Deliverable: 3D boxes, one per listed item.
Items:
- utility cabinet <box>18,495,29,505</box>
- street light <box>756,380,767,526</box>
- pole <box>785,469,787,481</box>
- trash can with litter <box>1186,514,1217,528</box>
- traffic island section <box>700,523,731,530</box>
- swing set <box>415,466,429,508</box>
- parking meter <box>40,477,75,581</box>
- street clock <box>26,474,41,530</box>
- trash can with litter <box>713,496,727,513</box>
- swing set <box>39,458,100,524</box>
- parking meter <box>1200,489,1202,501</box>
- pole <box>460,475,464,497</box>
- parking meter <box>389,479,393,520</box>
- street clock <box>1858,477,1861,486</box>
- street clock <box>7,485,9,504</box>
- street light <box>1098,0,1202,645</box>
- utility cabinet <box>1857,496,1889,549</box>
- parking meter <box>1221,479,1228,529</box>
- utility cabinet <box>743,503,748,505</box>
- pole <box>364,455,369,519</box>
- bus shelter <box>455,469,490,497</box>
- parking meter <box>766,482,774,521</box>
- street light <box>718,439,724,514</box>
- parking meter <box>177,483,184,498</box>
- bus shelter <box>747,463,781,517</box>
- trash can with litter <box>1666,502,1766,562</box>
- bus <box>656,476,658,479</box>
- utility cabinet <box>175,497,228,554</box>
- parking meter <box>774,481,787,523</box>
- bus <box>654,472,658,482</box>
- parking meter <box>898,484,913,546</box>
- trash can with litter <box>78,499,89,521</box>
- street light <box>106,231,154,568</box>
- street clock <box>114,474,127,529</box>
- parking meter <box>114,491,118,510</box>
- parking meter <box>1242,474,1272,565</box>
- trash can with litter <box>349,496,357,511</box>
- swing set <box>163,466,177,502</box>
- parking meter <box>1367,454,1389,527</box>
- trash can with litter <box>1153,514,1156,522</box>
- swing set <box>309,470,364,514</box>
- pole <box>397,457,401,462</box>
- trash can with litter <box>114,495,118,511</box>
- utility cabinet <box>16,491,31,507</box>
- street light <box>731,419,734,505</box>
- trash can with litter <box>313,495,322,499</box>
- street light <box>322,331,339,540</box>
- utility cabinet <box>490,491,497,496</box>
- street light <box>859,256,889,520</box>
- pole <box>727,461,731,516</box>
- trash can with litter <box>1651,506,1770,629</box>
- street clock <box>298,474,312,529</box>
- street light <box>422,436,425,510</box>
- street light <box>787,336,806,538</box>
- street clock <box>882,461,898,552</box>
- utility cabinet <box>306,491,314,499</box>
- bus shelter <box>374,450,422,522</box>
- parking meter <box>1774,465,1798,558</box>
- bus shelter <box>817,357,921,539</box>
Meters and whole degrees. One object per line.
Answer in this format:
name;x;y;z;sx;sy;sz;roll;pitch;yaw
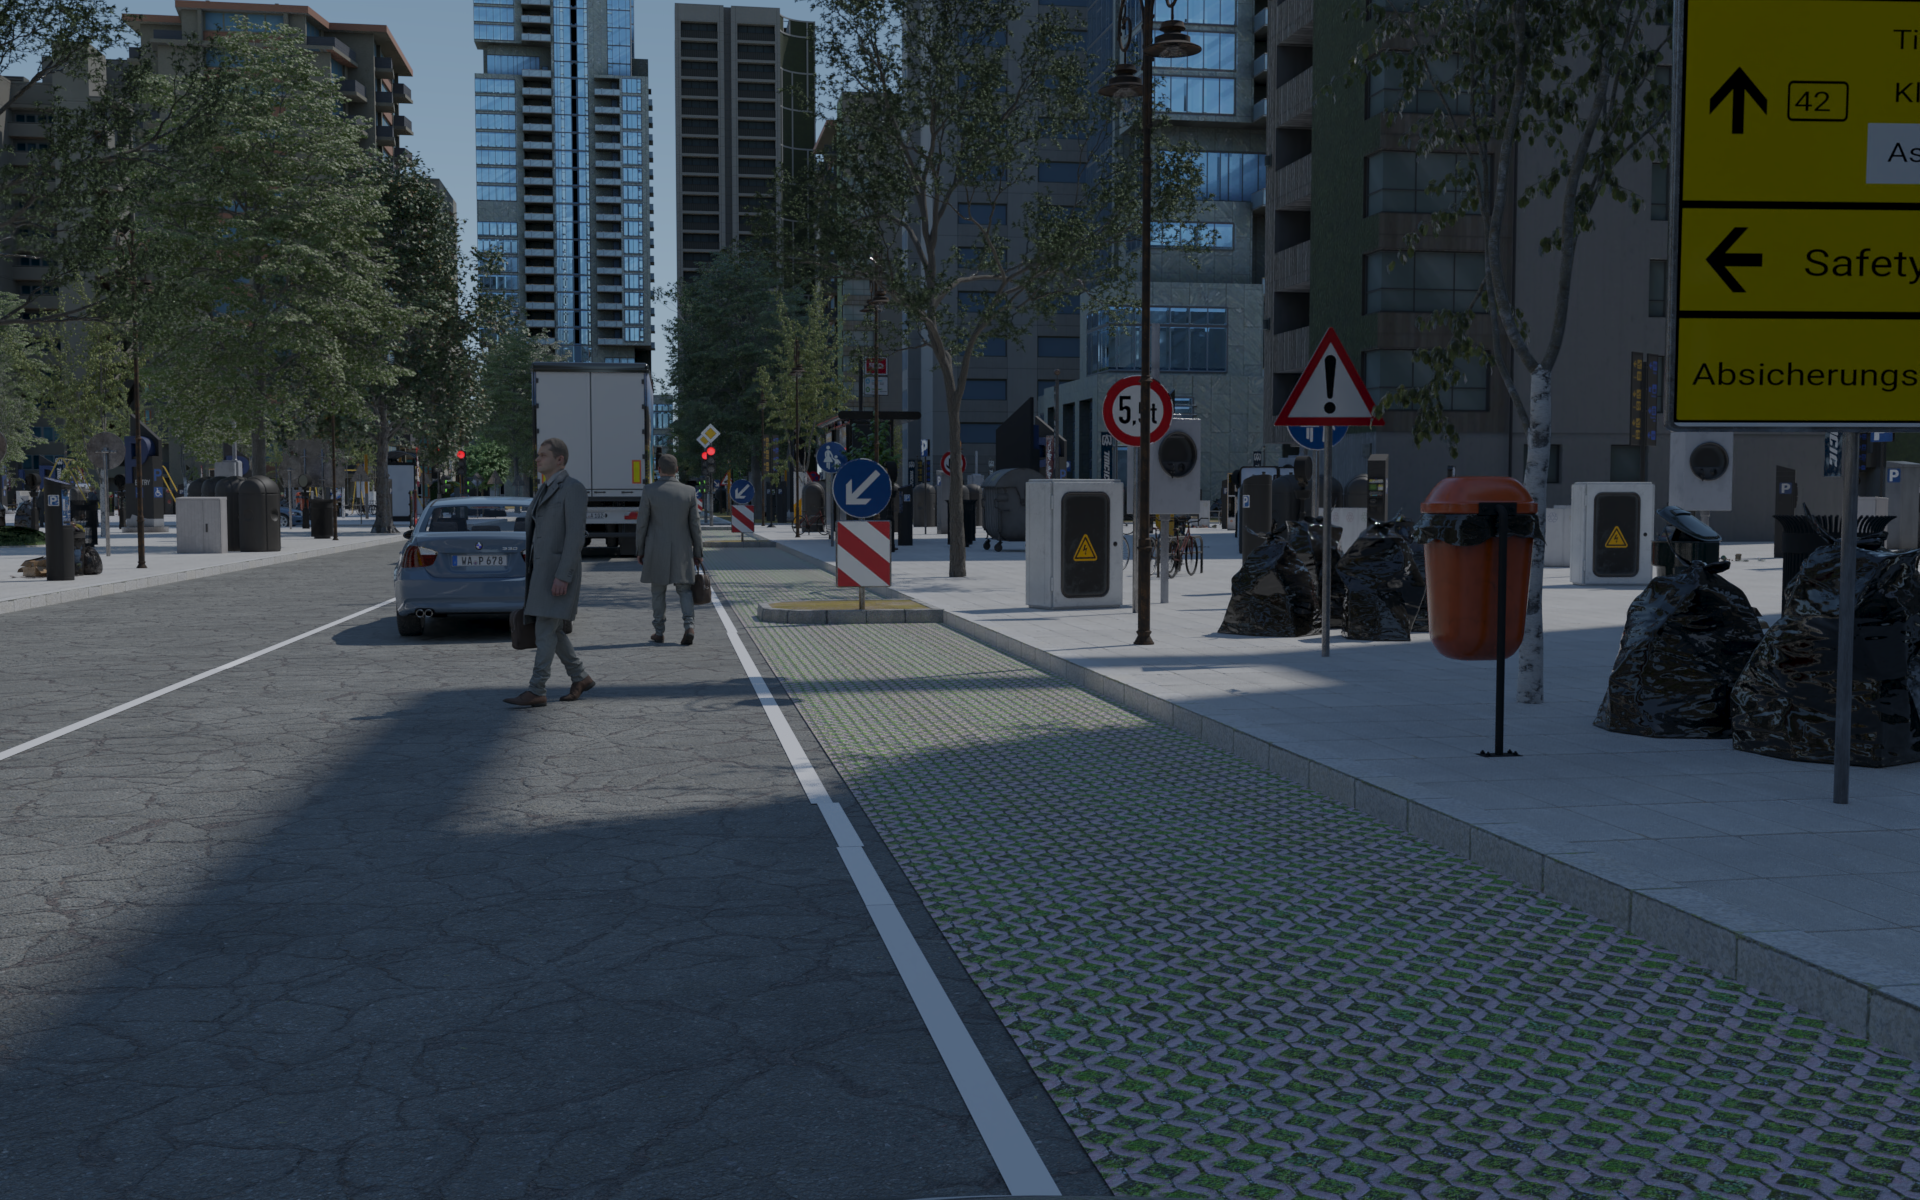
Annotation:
utility cabinet;-45.020;-4.410;83.263;0.306;1.237;1.020;-3;4;-39
street light;-7.857;-5.884;68.995;0.468;5.910;1.993;-1;4;-10
pole;-10.239;-6.614;101.987;0.158;3.312;0.155;0;3;0
trash can with litter;9.047;-3.319;65.321;2.233;1.210;1.678;3;5;45
traffic island section;-11.272;-3.346;76.989;2.009;0.180;2.903;-1;4;-10
swing set;-31.322;-6.174;98.559;2.862;2.851;3.119;-2;4;-35
parking meter;-13.363;-1.057;25.690;0.372;1.533;0.369;0;3;0
street clock;-32.696;-3.462;61.168;0.471;2.002;0.358;1;4;14
trash can with litter;-16.513;-6.563;118.700;1.055;1.170;0.624;0;4;0
swing set;-39.087;-4.787;75.892;2.862;2.851;3.119;-1;4;-18
parking meter;11.701;-4.685;85.012;0.372;1.533;0.369;0;3;0
pole;-21.841;-5.019;75.909;0.158;3.312;0.155;0;3;0
parking meter;-22.017;-3.726;66.632;0.255;1.863;0.399;0;4;2
street clock;33.172;-3.659;64.390;0.471;2.002;0.358;0;4;6
street clock;-71.904;-7.702;130.501;0.358;2.002;0.471;1;4;22
street light;1.569;-2.558;14.604;0.468;5.910;1.993;-1;4;-10
utility cabinet;19.910;-1.638;37.938;0.306;1.237;1.020;0;4;-2
parking meter;9.744;-3.520;63.262;0.399;1.863;0.255;1;4;23
utility cabinet;-11.393;-4.959;92.242;0.306;1.237;1.020;0;4;-4
pole;-30.647;-5.845;89.413;0.158;3.312;0.155;0;3;0
bus shelter;-28.717;-6.821;102.802;1.731;3.624;6.357;-1;4;-10
parking meter;-8.859;-4.609;81.075;0.399;1.863;0.255;3;5;39
street light;-15.673;-8.604;113.460;0.468;5.910;1.993;-1;4;-10
parking meter;-41.206;-5.256;91.652;0.399;1.863;0.255;-2;4;-26
bus shelter;-10.826;-6.221;95.630;2.014;3.302;5.546;-1;4;-10
trash can with litter;14.274;-1.362;33.334;2.233;1.210;1.678;2;4;31
bus;-31.442;-10.965;174.136;2.948;3.499;13.247;-1;4;-9
utility cabinet;-16.405;-1.608;37.460;1.020;1.237;0.306;0;4;6
parking meter;-7.901;-4.347;76.780;0.399;1.863;0.255;2;4;35
bus;-29.079;-10.181;158.004;2.896;3.916;12.252;-1;4;-8
parking meter;-1.361;-2.119;43.055;0.372;1.533;0.369;0;3;0
trash can with litter;-41.957;-4.383;83.047;1.055;1.170;0.624;0;4;-2
street light;-14.152;-3.486;29.780;0.468;5.910;1.993;-1;4;-10
street clock;-30.492;-3.575;63.021;0.471;2.002;0.358;0;4;3
parking meter;-68.662;-8.114;141.066;0.372;1.533;0.369;0;3;0
parking meter;3.854;-0.860;22.478;0.372;1.533;0.369;0;3;0
trash can with litter;-46.732;-7.505;134.101;1.055;1.170;0.624;-1;4;-17
swing set;-44.756;-6.070;96.866;2.862;2.851;3.119;-2;4;-32
parking meter;6.054;-1.188;25.132;0.255;1.863;0.399;1;4;21
trash can with litter;9.273;-4.219;80.375;1.055;1.170;0.624;3;5;39
swing set;-40.288;-6.959;111.407;3.119;2.851;2.862;-2;4;-35
pole;-28.160;-5.701;87.061;0.158;3.312;0.155;0;3;0
trash can with litter;-65.141;-7.510;133.842;1.678;1.210;2.233;-3;5;-44
utility cabinet;-68.281;-7.195;126.323;0.318;1.500;1.173;1;4;8
street light;-12.459;-7.461;94.775;0.468;5.910;1.993;-1;4;-10
trash can with litter;-40.470;-5.929;107.997;2.233;1.210;1.678;-3;4;-36
street light;-17.314;-4.590;47.842;0.468;5.910;1.993;-1;4;-10
utility cabinet;-29.859;-6.214;110.277;0.318;1.500;1.173;1;4;10
street light;-1.587;-3.674;32.861;0.468;5.910;1.993;-1;4;-10
pole;-13.581;-6.605;101.834;0.158;3.312;0.155;0;3;0
trash can with litter;6.959;-0.284;16.033;0.624;1.170;1.055;-3;4;-37
street clock;-24.185;-3.635;63.996;0.471;2.002;0.358;2;4;23
street light;-20.639;-5.735;66.558;0.468;5.910;1.993;-1;4;-10
street light;-4.787;-4.779;50.917;0.468;5.910;1.993;-1;4;-10
street clock;-1.548;-2.053;38.142;0.358;2.002;0.471;-1;4;-20
utility cabinet;-47.806;-7.201;126.413;1.173;1.500;0.318;-2;4;-26
bus shelter;-26.568;-5.449;83.021;2.014;3.302;5.546;-1;4;-10
parking meter;16.600;-1.779;34.804;0.399;1.863;0.255;2;4;28
bus shelter;-2.716;-4.294;47.842;2.179;5.291;8.768;-1;4;-10
